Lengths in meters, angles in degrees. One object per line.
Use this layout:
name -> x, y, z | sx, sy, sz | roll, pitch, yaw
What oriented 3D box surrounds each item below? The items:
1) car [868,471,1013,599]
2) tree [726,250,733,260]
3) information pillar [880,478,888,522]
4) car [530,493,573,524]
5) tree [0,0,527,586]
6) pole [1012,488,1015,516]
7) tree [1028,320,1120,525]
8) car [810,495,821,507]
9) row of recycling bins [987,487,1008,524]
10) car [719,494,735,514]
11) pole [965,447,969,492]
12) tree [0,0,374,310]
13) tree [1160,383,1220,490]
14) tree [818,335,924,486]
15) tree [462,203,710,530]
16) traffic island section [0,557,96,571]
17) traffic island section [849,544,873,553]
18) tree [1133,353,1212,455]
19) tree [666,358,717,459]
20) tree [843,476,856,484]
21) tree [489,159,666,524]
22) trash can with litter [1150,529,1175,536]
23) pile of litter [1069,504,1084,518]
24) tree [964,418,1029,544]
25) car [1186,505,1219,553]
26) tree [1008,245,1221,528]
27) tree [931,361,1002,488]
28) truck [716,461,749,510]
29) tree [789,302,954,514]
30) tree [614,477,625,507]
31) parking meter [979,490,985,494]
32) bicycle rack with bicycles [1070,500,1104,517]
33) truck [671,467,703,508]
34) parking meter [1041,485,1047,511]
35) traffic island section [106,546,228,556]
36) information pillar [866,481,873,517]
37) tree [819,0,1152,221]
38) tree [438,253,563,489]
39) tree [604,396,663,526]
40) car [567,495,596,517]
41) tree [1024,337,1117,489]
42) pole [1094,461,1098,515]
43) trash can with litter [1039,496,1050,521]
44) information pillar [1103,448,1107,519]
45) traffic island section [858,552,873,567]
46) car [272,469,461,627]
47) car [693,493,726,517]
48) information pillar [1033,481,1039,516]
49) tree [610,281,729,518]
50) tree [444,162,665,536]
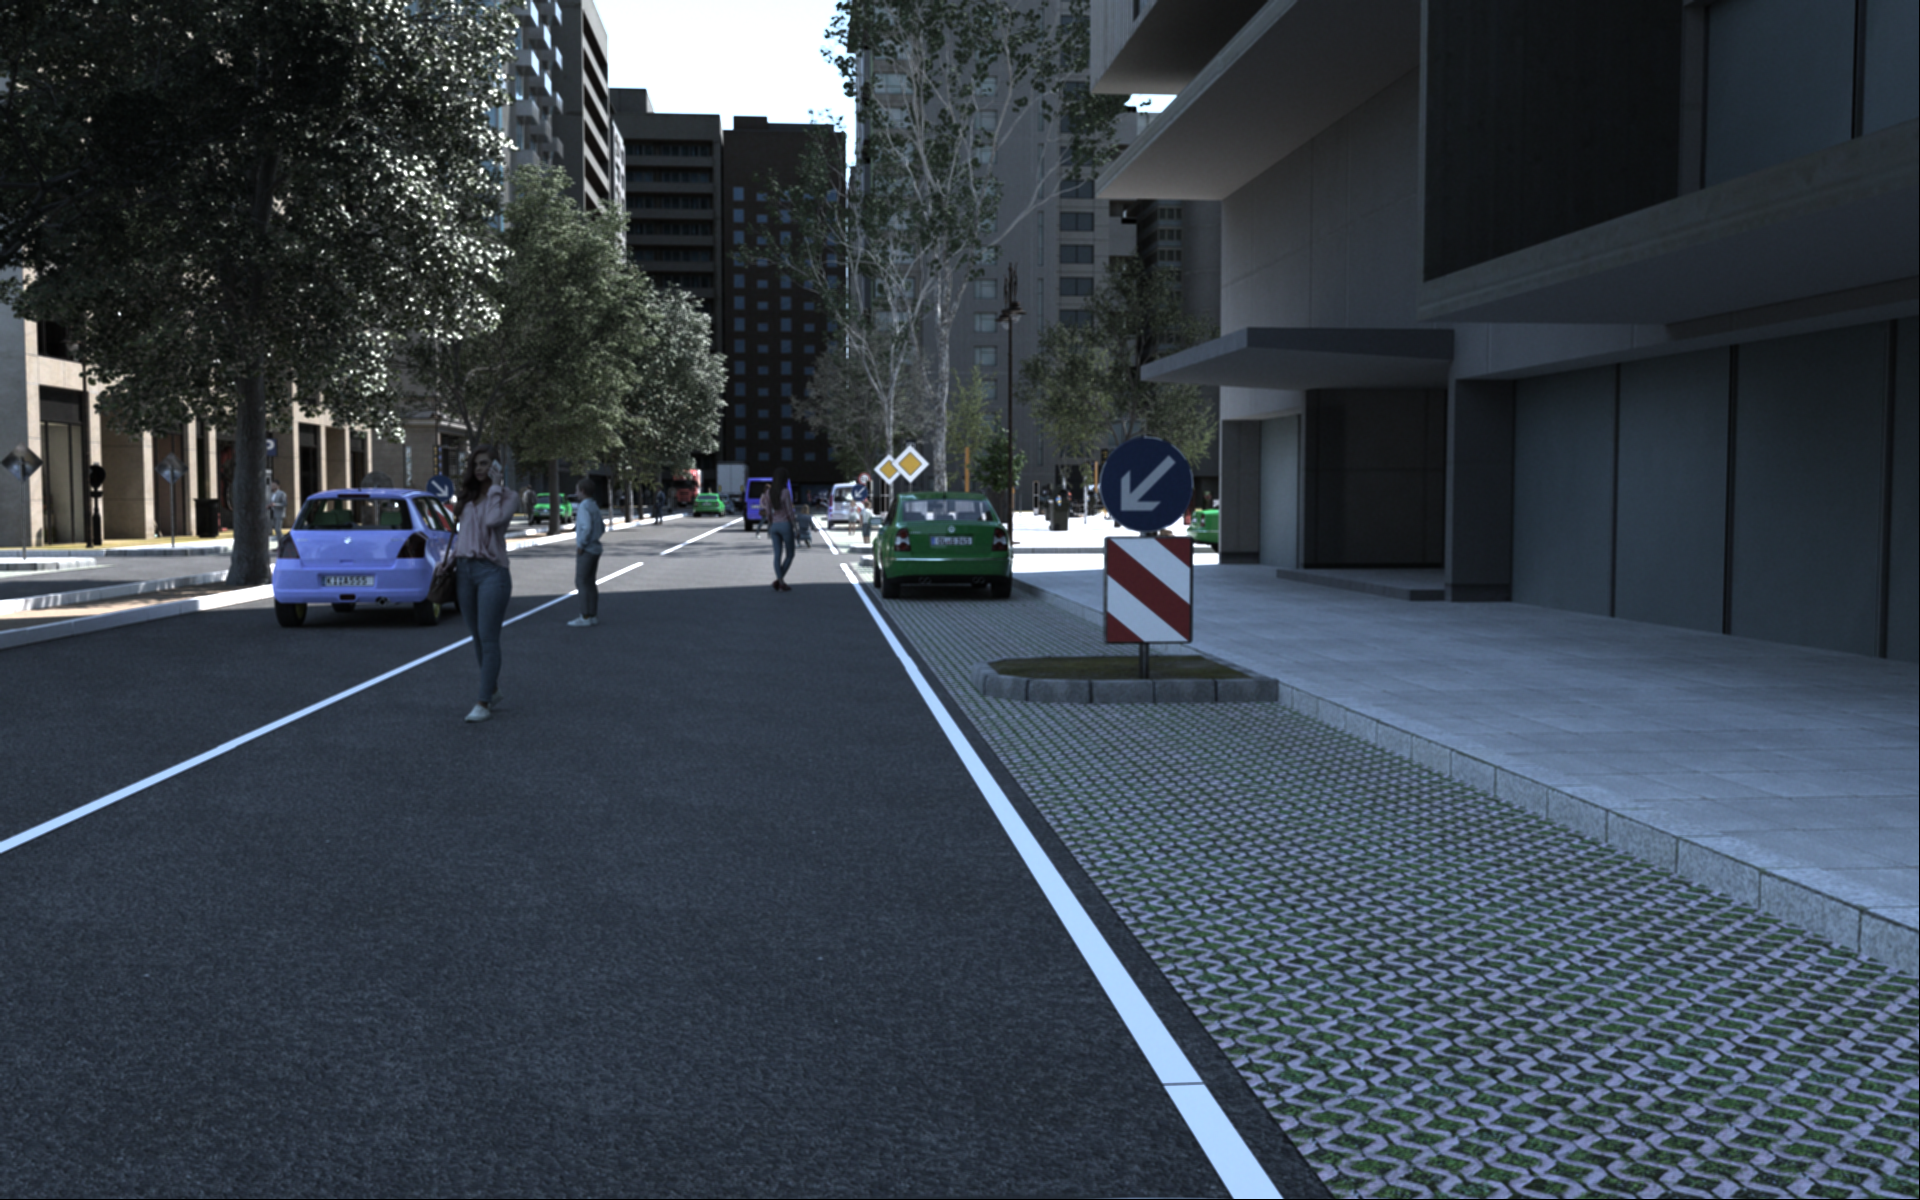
car -> -0.320, -0.994, 25.044 | 1.959, 1.807, 4.718 | 0, 4, -5
tree -> -4.824, -14.103, 86.478 | 12.611, 20.169, 13.585 | 0, 3, 0
information pillar -> -3.459, -4.598, 79.676 | 0.304, 2.012, 0.304 | 2, 4, 34
car -> -19.823, -4.591, 83.864 | 1.959, 1.807, 4.718 | 0, 4, -7
tree -> -11.207, -7.208, 26.959 | 9.857, 13.997, 8.962 | 0, 3, 0
pole -> 3.172, -6.685, 103.149 | 0.158, 3.312, 0.155 | 0, 3, 0
tree -> 5.058, -7.471, 72.511 | 4.737, 8.622, 4.395 | 0, 3, 0
car -> -14.573, -10.031, 176.582 | 1.945, 1.354, 3.894 | 0, 4, -4
row of recycling bins -> 1.676, -4.262, 76.801 | 1.069, 1.692, 3.534 | 0, 4, 0
car -> -16.968, -6.779, 122.831 | 2.014, 1.417, 4.499 | 0, 4, -4
pole -> 0.308, -4.979, 75.246 | 0.158, 3.312, 0.155 | 0, 3, 0
tree -> -10.000, -4.941, 17.658 | 8.767, 10.594, 7.601 | 0, 4, -5
tree -> 14.508, -9.887, 112.022 | 4.737, 8.622, 4.395 | 0, 3, 0
tree -> -6.365, -12.511, 122.680 | 7.486, 12.596, 7.792 | 0, 3, 0
tree -> -14.835, -9.088, 68.050 | 9.611, 12.733, 9.660 | 0, 3, 0
traffic island section -> -18.047, -0.678, 33.373 | 2.009, 0.180, 2.903 | 0, 4, -5
traffic island section -> -1.729, -1.262, 42.919 | 2.009, 0.180, 2.903 | 0, 4, -5
tree -> 10.564, -8.328, 86.522 | 4.360, 8.622, 3.978 | 0, 3, 0
tree -> -15.929, -8.941, 83.047 | 8.767, 10.594, 7.601 | 0, 4, -5
tree -> -10.364, -10.017, 158.385 | 1.663, 3.219, 1.824 | 0, 3, 0
tree -> -12.484, -6.615, 45.018 | 8.767, 10.594, 7.601 | 0, 4, -5
trash can with litter -> 5.647, -2.317, 49.264 | 1.055, 1.170, 0.624 | 3, 5, 39
pile of litter -> 6.135, -4.878, 93.724 | 1.176, 0.858, 1.719 | 0, 4, -1
tree -> 0.916, -3.050, 44.464 | 1.663, 3.219, 1.824 | 0, 3, 0
car -> 7.714, -1.951, 40.700 | 4.718, 1.807, 1.959 | 0, 4, -4
tree -> 6.039, -8.033, 65.750 | 8.767, 10.594, 7.601 | 0, 4, -5
tree -> 0.383, -8.929, 96.358 | 4.737, 8.622, 4.395 | 0, 3, 0
truck -> -20.142, -10.132, 154.566 | 2.839, 4.237, 11.283 | 0, 4, -4
tree -> -5.798, -12.263, 110.866 | 12.009, 13.543, 11.850 | 0, 3, 0
tree -> -34.695, -11.102, 176.116 | 1.663, 3.219, 1.824 | 0, 3, 0
parking meter -> 1.458, -6.543, 115.384 | 0.372, 1.533, 0.369 | 0, 3, 0
bicycle rack with bicycles -> 6.984, -5.250, 99.225 | 2.852, 0.926, 2.925 | 2, 4, 28
truck -> -28.915, -11.939, 184.119 | 2.839, 4.237, 11.283 | 0, 4, -4
parking meter -> 5.331, -6.366, 109.794 | 0.399, 1.863, 0.255 | 0, 4, -4
traffic island section -> -18.796, -1.165, 41.323 | 2.009, 0.180, 2.903 | 0, 4, -5
information pillar -> -4.928, -5.487, 94.206 | 0.304, 2.012, 0.304 | 1, 4, 17
tree -> -0.018, -12.065, 53.155 | 12.611, 20.169, 13.585 | 0, 3, 0
tree -> -13.712, -6.035, 51.491 | 4.360, 8.622, 3.978 | 0, 3, 0
tree -> -15.529, -7.587, 76.859 | 4.737, 8.622, 4.395 | 0, 3, 0
car -> -21.224, -5.164, 96.428 | 2.014, 1.417, 4.499 | 0, 4, -6
tree -> 4.931, -7.825, 78.306 | 4.360, 8.622, 3.978 | 0, 3, 0
pole -> 8.504, -7.002, 108.326 | 0.158, 3.312, 0.155 | 0, 3, 0
trash can with litter -> 4.446, -4.315, 81.932 | 0.624, 1.170, 1.055 | -3, 5, -41
information pillar -> 7.460, -5.971, 88.985 | 0.183, 3.616, 0.504 | 0, 4, -2
traffic island section -> -0.980, -0.776, 34.969 | 2.009, 0.180, 2.903 | 0, 4, -5
car -> -6.675, -0.641, 20.074 | 1.945, 1.707, 3.694 | 0, 4, -7
car -> -15.621, -6.063, 107.920 | 1.959, 1.807, 4.718 | 0, 4, -4
information pillar -> 4.425, -5.894, 100.860 | 0.304, 2.012, 0.304 | 0, 4, 2
tree -> -18.308, -11.928, 104.141 | 9.857, 13.997, 8.962 | 0, 3, 0
tree -> -14.062, -8.494, 59.456 | 7.486, 12.596, 7.792 | 0, 3, 0
